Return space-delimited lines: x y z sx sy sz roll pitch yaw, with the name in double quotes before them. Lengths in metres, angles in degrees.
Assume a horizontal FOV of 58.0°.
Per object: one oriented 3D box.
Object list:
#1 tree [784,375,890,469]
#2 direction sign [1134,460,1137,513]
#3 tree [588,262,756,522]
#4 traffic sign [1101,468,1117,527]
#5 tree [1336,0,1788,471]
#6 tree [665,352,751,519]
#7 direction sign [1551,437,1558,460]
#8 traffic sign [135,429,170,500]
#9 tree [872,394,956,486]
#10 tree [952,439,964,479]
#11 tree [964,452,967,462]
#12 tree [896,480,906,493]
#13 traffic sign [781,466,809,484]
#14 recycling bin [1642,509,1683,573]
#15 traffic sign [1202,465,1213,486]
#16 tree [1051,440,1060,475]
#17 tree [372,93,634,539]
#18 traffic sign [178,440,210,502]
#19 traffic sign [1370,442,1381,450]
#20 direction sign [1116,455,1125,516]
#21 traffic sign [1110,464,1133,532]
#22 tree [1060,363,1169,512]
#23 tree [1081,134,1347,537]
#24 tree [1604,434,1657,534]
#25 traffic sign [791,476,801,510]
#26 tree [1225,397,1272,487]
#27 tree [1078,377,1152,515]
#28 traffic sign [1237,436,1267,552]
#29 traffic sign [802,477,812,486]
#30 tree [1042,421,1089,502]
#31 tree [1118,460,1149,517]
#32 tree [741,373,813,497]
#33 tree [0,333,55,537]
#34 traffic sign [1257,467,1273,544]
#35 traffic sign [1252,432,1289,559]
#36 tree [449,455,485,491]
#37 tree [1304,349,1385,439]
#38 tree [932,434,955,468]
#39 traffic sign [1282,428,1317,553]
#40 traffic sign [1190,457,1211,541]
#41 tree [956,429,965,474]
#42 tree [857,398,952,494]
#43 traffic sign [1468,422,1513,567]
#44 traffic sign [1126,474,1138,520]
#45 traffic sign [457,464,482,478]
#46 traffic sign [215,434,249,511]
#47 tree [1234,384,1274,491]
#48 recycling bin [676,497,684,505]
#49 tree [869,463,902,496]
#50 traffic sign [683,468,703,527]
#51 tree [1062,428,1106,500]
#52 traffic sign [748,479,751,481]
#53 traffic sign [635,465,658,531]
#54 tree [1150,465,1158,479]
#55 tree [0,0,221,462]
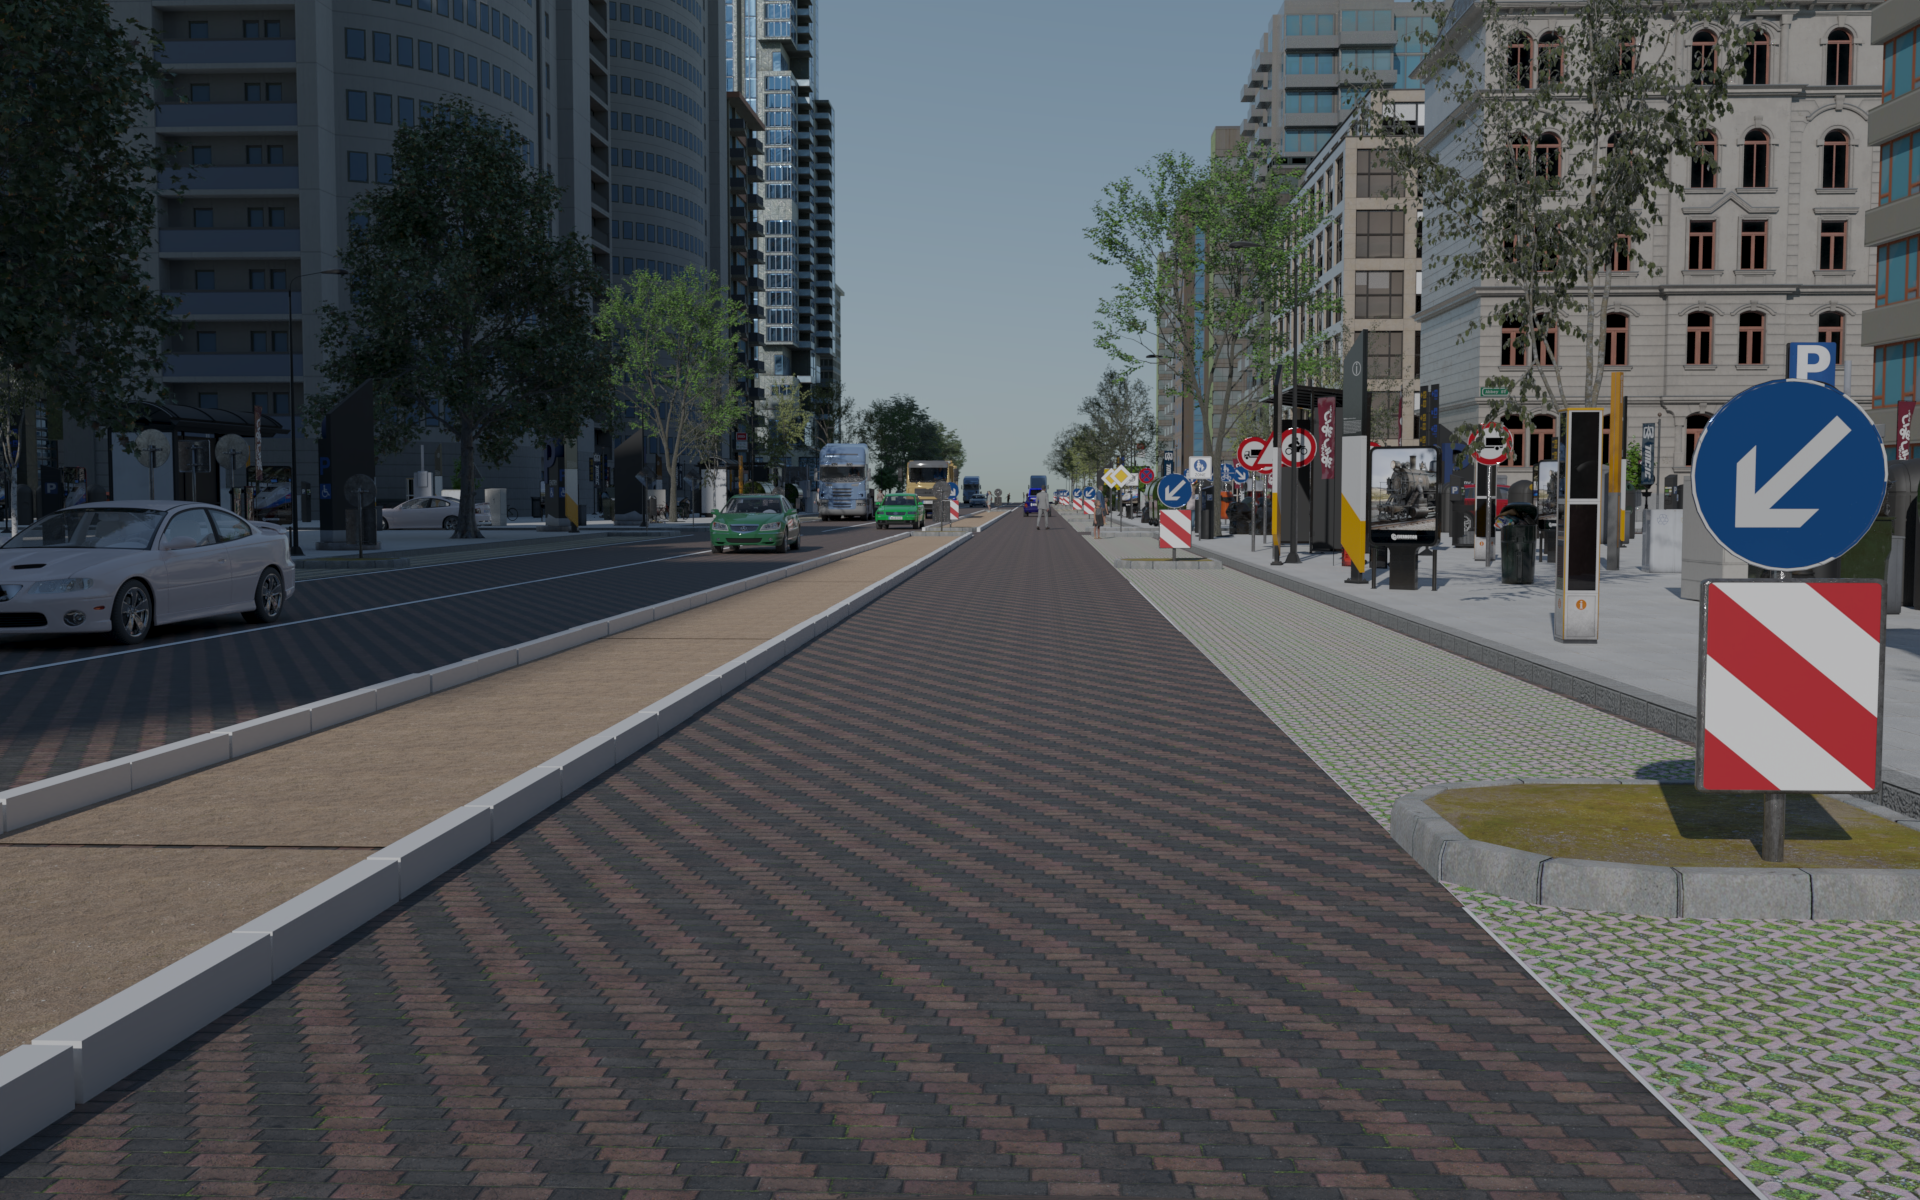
"tree" -9.616 -12.259 134.852 8.767 10.594 7.601 0 4 -6
"direction sign" 11.773 -7.600 116.259 0.379 3.537 0.876 1 4 12
"tree" -13.125 -9.348 78.596 9.928 11.665 9.643 0 3 0
"traffic sign" 5.810 -3.847 66.540 0.795 2.450 0.064 0 4 3
"tree" 6.412 -4.149 18.201 4.360 8.622 3.978 0 3 0
"tree" -12.887 -8.481 89.019 4.360 8.622 3.978 0 3 0
"direction sign" 23.655 -4.672 68.386 0.379 3.537 0.876 -2 4 -24
"traffic sign" -15.805 -2.065 33.876 0.768 2.556 0.104 0 4 8
"tree" -6.412 -18.974 216.872 9.857 13.997 8.962 0 3 0
"tree" -5.678 -19.119 238.352 9.928 11.665 9.643 0 3 0
"tree" -2.345 -23.036 302.397 9.928 11.665 9.643 0 3 0
"tree" -6.881 -12.901 205.530 1.663 3.219 1.824 0 3 0
"traffic sign" -12.191 -8.157 127.243 2.265 3.308 0.079 1 4 9
"recycling bin" 11.608 -0.966 28.342 0.722 1.027 0.722 1 4 10
"traffic sign" 8.273 -3.604 59.034 0.768 2.556 0.104 0 4 8
"tree" 16.700 -18.108 230.470 7.601 10.594 8.767 1 4 20
"tree" -14.177 -8.128 49.896 9.611 12.733 9.660 0 3 0
"traffic sign" -14.482 -1.874 32.774 0.606 2.300 0.079 0 4 4
"traffic sign" 9.949 -2.568 42.096 0.768 2.556 0.104 0 4 7
"direction sign" 9.365 -6.676 101.146 0.379 3.537 0.876 -2 4 -26
"traffic sign" 5.446 -3.359 58.563 0.795 2.450 0.064 0 4 3
"tree" 11.397 -11.579 123.733 7.601 10.594 8.767 0 4 7
"tree" 7.577 -7.697 51.598 9.928 11.665 9.643 0 3 0
"tree" 21.742 -3.748 55.887 1.663 3.219 1.824 0 3 0
"traffic sign" -11.528 -7.433 121.630 0.768 2.556 0.104 1 4 9
"tree" 21.887 -11.043 130.919 4.737 8.622 4.395 0 3 0
"tree" 9.940 -9.562 106.694 4.360 8.622 3.978 0 3 0
"traffic sign" 6.521 -2.344 38.437 0.768 2.556 0.104 0 4 6
"traffic sign" -11.193 -7.740 126.656 0.768 2.556 0.104 0 4 8
"tree" 18.854 -23.223 290.072 12.009 13.543 11.850 0 3 0
"tree" 9.345 -6.165 95.404 1.663 3.219 1.824 0 3 0
"tree" -10.909 -9.446 104.798 4.737 8.622 4.395 0 3 0
"tree" -26.641 -5.991 48.323 4.360 8.622 3.978 0 3 0
"traffic sign" 7.880 -2.727 44.692 0.768 2.556 0.104 0 4 4
"traffic sign" 6.197 -2.087 34.119 0.884 2.594 0.081 1 4 10
"tree" -22.606 -5.126 78.416 1.663 3.219 1.824 0 3 0
"tree" 19.099 -8.365 87.128 4.737 8.622 4.395 0 3 0
"tree" -3.885 -20.485 269.346 7.601 10.594 8.767 -1 4 -11
"traffic sign" 6.442 -2.026 33.226 0.768 2.556 0.104 1 4 11
"traffic sign" 6.569 -2.770 47.416 0.606 2.300 0.079 0 4 4
"tree" -3.419 -23.467 290.339 9.857 13.997 8.962 0 3 0
"tree" -7.739 -16.031 187.867 9.928 11.665 9.643 0 3 0
"traffic sign" 9.308 -1.857 30.468 0.768 2.556 0.104 1 4 12
"traffic sign" 8.488 -5.099 85.501 0.606 2.300 0.079 0 4 5
"traffic sign" -16.475 -3.557 58.162 0.884 2.594 0.081 0 4 5
"traffic sign" -15.415 -2.237 36.677 0.768 2.556 0.104 0 4 6
"tree" 19.804 -9.860 111.577 4.360 8.622 3.978 0 3 0
"recycling bin" -21.265 -7.242 130.964 0.722 1.027 0.722 -3 5 -42
"tree" -7.765 -11.981 179.606 4.285 4.588 4.351 0 3 0
"traffic sign" -10.367 -3.893 67.296 0.795 2.450 0.064 0 4 3
"tree" 13.799 -14.476 187.037 4.737 8.622 4.395 0 3 0
"traffic sign" -14.539 -7.261 120.844 0.606 2.300 0.079 1 4 12
"traffic sign" -10.731 -3.405 59.319 0.795 2.450 0.064 0 4 3
"tree" 10.541 -6.414 99.471 1.663 3.219 1.824 0 3 0
"tree" -15.112 -6.559 24.250 9.611 12.733 9.660 0 3 0
